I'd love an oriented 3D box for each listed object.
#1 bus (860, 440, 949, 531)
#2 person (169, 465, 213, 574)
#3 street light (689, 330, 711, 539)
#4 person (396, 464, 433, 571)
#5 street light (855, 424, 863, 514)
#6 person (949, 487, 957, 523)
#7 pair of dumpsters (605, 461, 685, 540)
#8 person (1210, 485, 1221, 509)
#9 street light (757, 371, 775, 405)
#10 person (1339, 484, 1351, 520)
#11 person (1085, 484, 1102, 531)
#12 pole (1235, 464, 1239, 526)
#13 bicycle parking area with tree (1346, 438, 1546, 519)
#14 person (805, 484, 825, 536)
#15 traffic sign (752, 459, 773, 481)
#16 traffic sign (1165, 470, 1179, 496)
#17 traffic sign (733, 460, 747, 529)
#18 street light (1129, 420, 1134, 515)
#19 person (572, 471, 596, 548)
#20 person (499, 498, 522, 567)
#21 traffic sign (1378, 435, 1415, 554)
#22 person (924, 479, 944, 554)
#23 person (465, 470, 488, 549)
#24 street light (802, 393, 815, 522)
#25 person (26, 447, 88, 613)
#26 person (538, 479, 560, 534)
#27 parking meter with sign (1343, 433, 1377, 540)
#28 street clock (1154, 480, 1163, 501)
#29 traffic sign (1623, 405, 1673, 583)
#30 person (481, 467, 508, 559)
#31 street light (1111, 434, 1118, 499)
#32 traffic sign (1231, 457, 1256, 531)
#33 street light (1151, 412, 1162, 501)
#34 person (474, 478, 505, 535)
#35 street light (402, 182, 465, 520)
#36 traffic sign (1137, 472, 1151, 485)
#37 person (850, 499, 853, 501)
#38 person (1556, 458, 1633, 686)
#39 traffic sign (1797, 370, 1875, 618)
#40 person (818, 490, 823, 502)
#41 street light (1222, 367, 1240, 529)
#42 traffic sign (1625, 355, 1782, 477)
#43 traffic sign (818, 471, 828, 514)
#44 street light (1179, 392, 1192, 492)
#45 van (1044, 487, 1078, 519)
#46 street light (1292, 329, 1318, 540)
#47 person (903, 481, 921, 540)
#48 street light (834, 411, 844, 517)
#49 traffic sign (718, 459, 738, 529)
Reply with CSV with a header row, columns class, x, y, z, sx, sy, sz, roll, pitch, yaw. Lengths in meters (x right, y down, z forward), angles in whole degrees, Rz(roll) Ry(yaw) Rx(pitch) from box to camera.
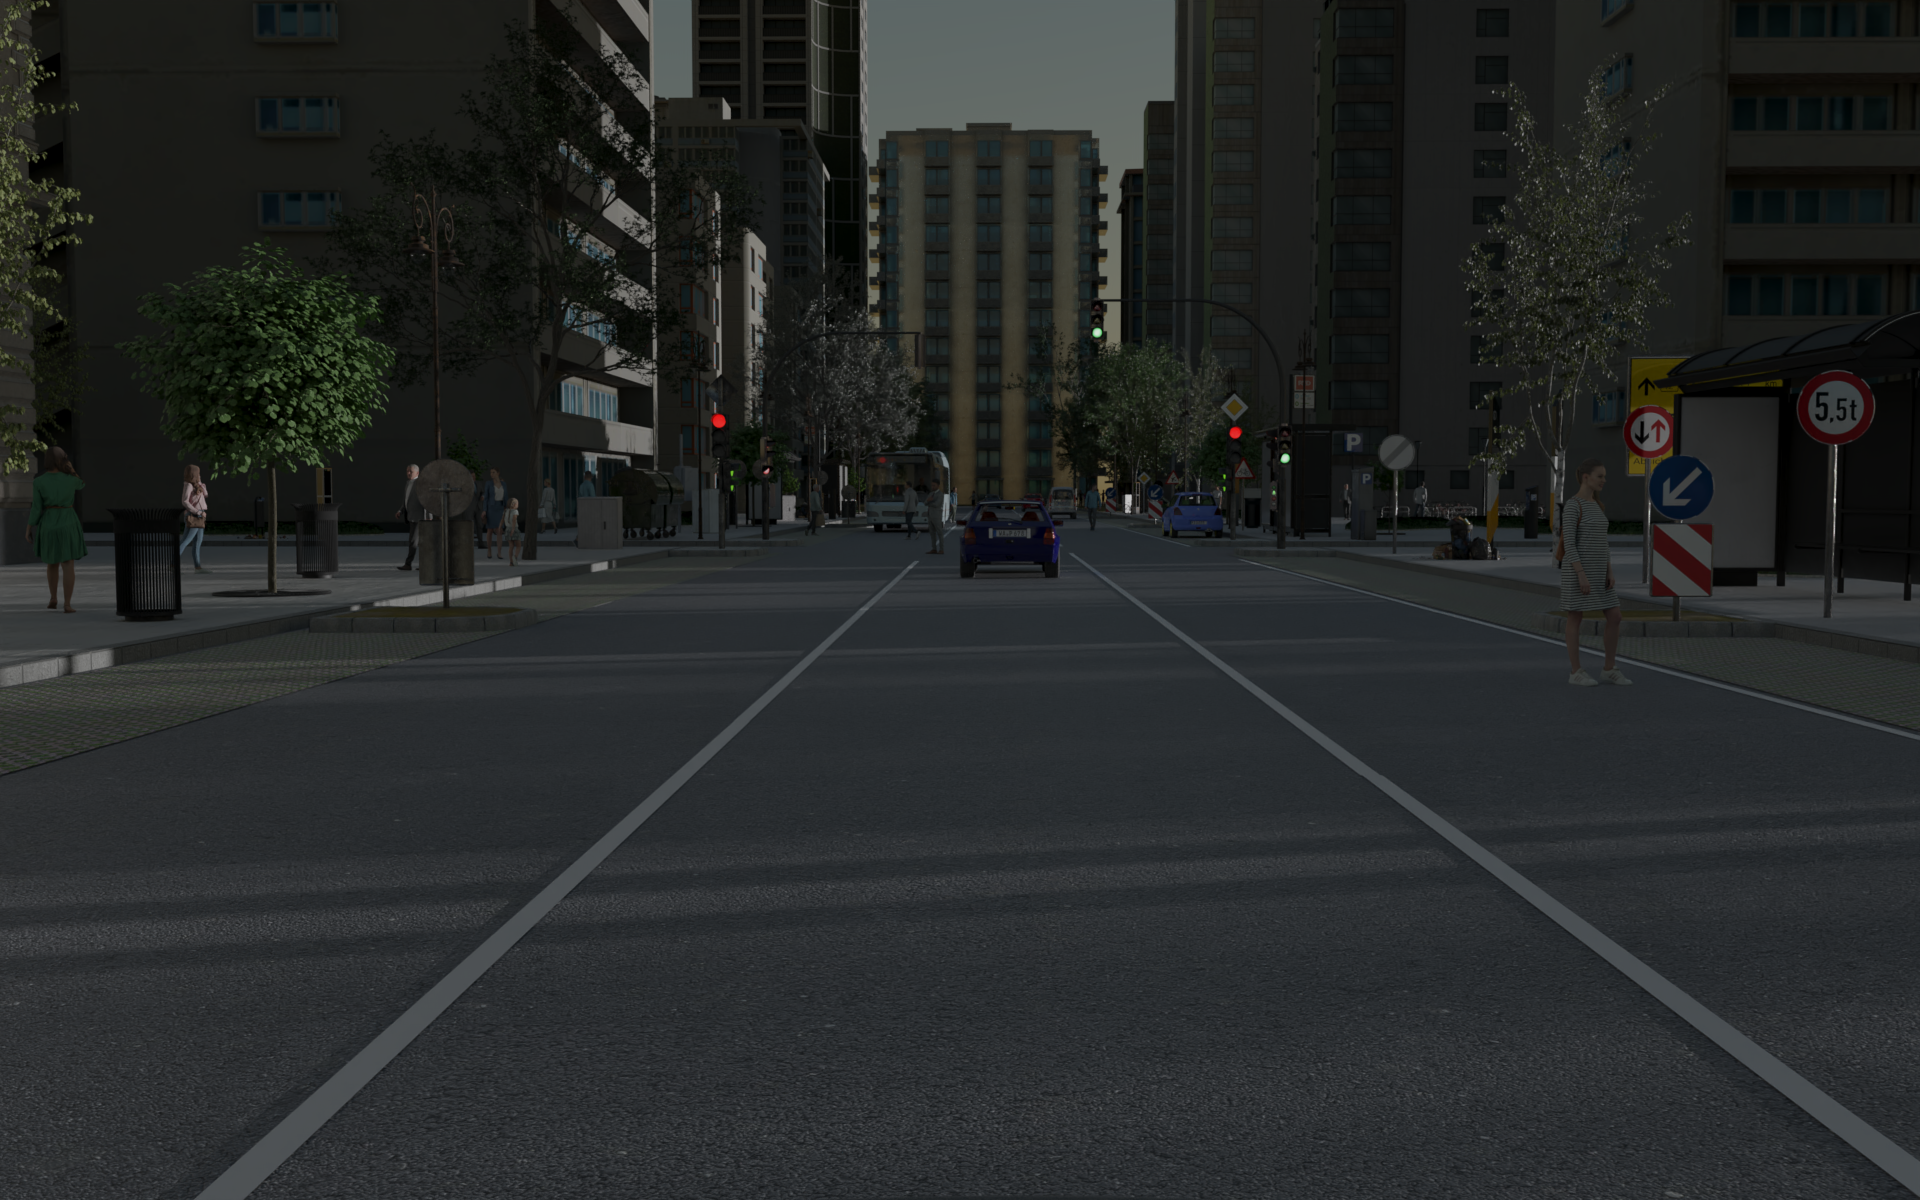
class,x,y,z,sx,sy,sz,roll,pitch,yaw
bus,-1.990,-4.560,69.418,2.948,3.499,13.247,0,4,2
person,-12.355,-1.291,27.736,0.643,1.750,0.593,-1,4,-15
street light,-7.374,-4.664,49.047,0.468,5.910,1.993,0,4,1
person,-9.133,-1.372,28.866,0.661,1.777,0.834,2,4,34
street light,-6.402,-8.369,109.628,0.468,5.910,1.993,0,4,1
person,-0.349,-4.727,86.131,0.444,1.785,0.601,3,5,42
pair of dumpsters,-9.079,-2.902,49.938,1.574,2.255,4.437,0,4,1
person,12.240,-4.663,82.855,0.480,1.755,0.524,1,4,22
street light,-7.186,-5.600,64.348,0.468,5.910,1.993,0,4,1
person,18.968,-4.808,85.054,0.661,1.777,0.834,1,4,14
person,5.246,-3.639,67.861,0.638,1.841,0.748,1,4,20
pole,11.013,-4.591,68.911,0.158,3.312,0.155,0,3,0
bicycle parking area with tree,25.543,-6.350,90.825,9.016,4.147,8.231,-1,4,-11
person,-4.940,-3.060,59.025,0.515,1.767,0.782,-2,4,-31
traffic sign,-7.101,-3.810,62.400,0.768,2.556,0.104,0,4,2
traffic sign,11.445,-5.687,92.979,0.884,2.594,0.081,0,4,5
traffic sign,-8.271,-3.911,64.053,0.768,2.556,0.104,0,4,3
street light,10.746,-8.276,108.099,0.468,5.910,1.993,0,4,1
person,-8.905,-2.159,41.211,0.748,1.841,0.638,-2,4,-28
person,-8.005,-1.202,30.717,0.505,1.210,0.382,2,4,24
traffic sign,9.355,-2.270,37.218,0.768,2.556,0.104,0,4,2
person,-0.634,-1.998,41.348,0.511,1.800,0.466,2,4,35
person,-11.253,-2.107,40.292,0.447,1.846,0.655,3,5,40
street light,-6.911,-6.505,79.142,0.468,5.910,1.993,0,4,1
person,-9.777,-0.763,18.764,0.600,1.795,0.529,-2,4,-33
person,-13.287,-3.025,55.860,0.624,1.780,0.694,3,5,41
parking meter with sign,11.280,-3.202,48.617,0.543,3.016,1.738,0,4,-5
street clock,10.539,-5.344,91.943,0.471,2.002,0.358,1,4,17
traffic sign,9.855,-1.512,24.831,0.768,2.556,0.104,0,4,2
person,-9.176,-1.723,34.233,0.581,1.822,0.654,-1,4,-21
street light,11.000,-9.194,123.114,0.468,5.910,1.993,0,4,1
traffic sign,9.928,-3.714,60.726,0.884,2.594,0.081,0,4,5
street light,10.571,-7.371,93.302,0.468,5.910,1.993,0,4,1
person,-14.752,-2.940,54.334,0.699,1.804,1.509,3,5,41
street light,-7.886,-3.260,26.087,0.468,5.910,1.993,0,4,1
traffic sign,10.741,-6.190,100.944,0.795,2.593,0.064,0,4,6
person,-6.926,-6.140,110.702,0.394,1.301,0.425,-1,4,-17
person,4.709,-0.213,12.993,0.512,1.701,0.522,-3,4,-36
traffic sign,9.006,-1.088,17.898,0.768,2.556,0.104,0,4,6
person,-7.921,-5.479,95.969,0.601,1.785,0.444,2,4,25
street light,9.917,-5.542,63.402,0.468,5.910,1.993,0,4,1
traffic sign,10.926,-1.930,25.430,2.265,3.308,0.079,0,4,4
traffic sign,-7.584,-5.774,94.514,0.768,2.556,0.104,0,4,8
street light,10.176,-6.449,78.236,0.468,5.910,1.993,0,4,1
van,5.891,-5.730,100.700,2.013,2.044,4.112,0,4,1
street light,9.645,-4.637,48.607,0.468,5.910,1.993,0,4,1
person,-1.501,-2.816,54.384,0.795,1.843,0.661,2,4,33
street light,-6.617,-7.465,94.832,0.468,5.910,1.993,0,4,1
traffic sign,-8.412,-3.832,62.762,0.768,2.556,0.104,0,4,7
